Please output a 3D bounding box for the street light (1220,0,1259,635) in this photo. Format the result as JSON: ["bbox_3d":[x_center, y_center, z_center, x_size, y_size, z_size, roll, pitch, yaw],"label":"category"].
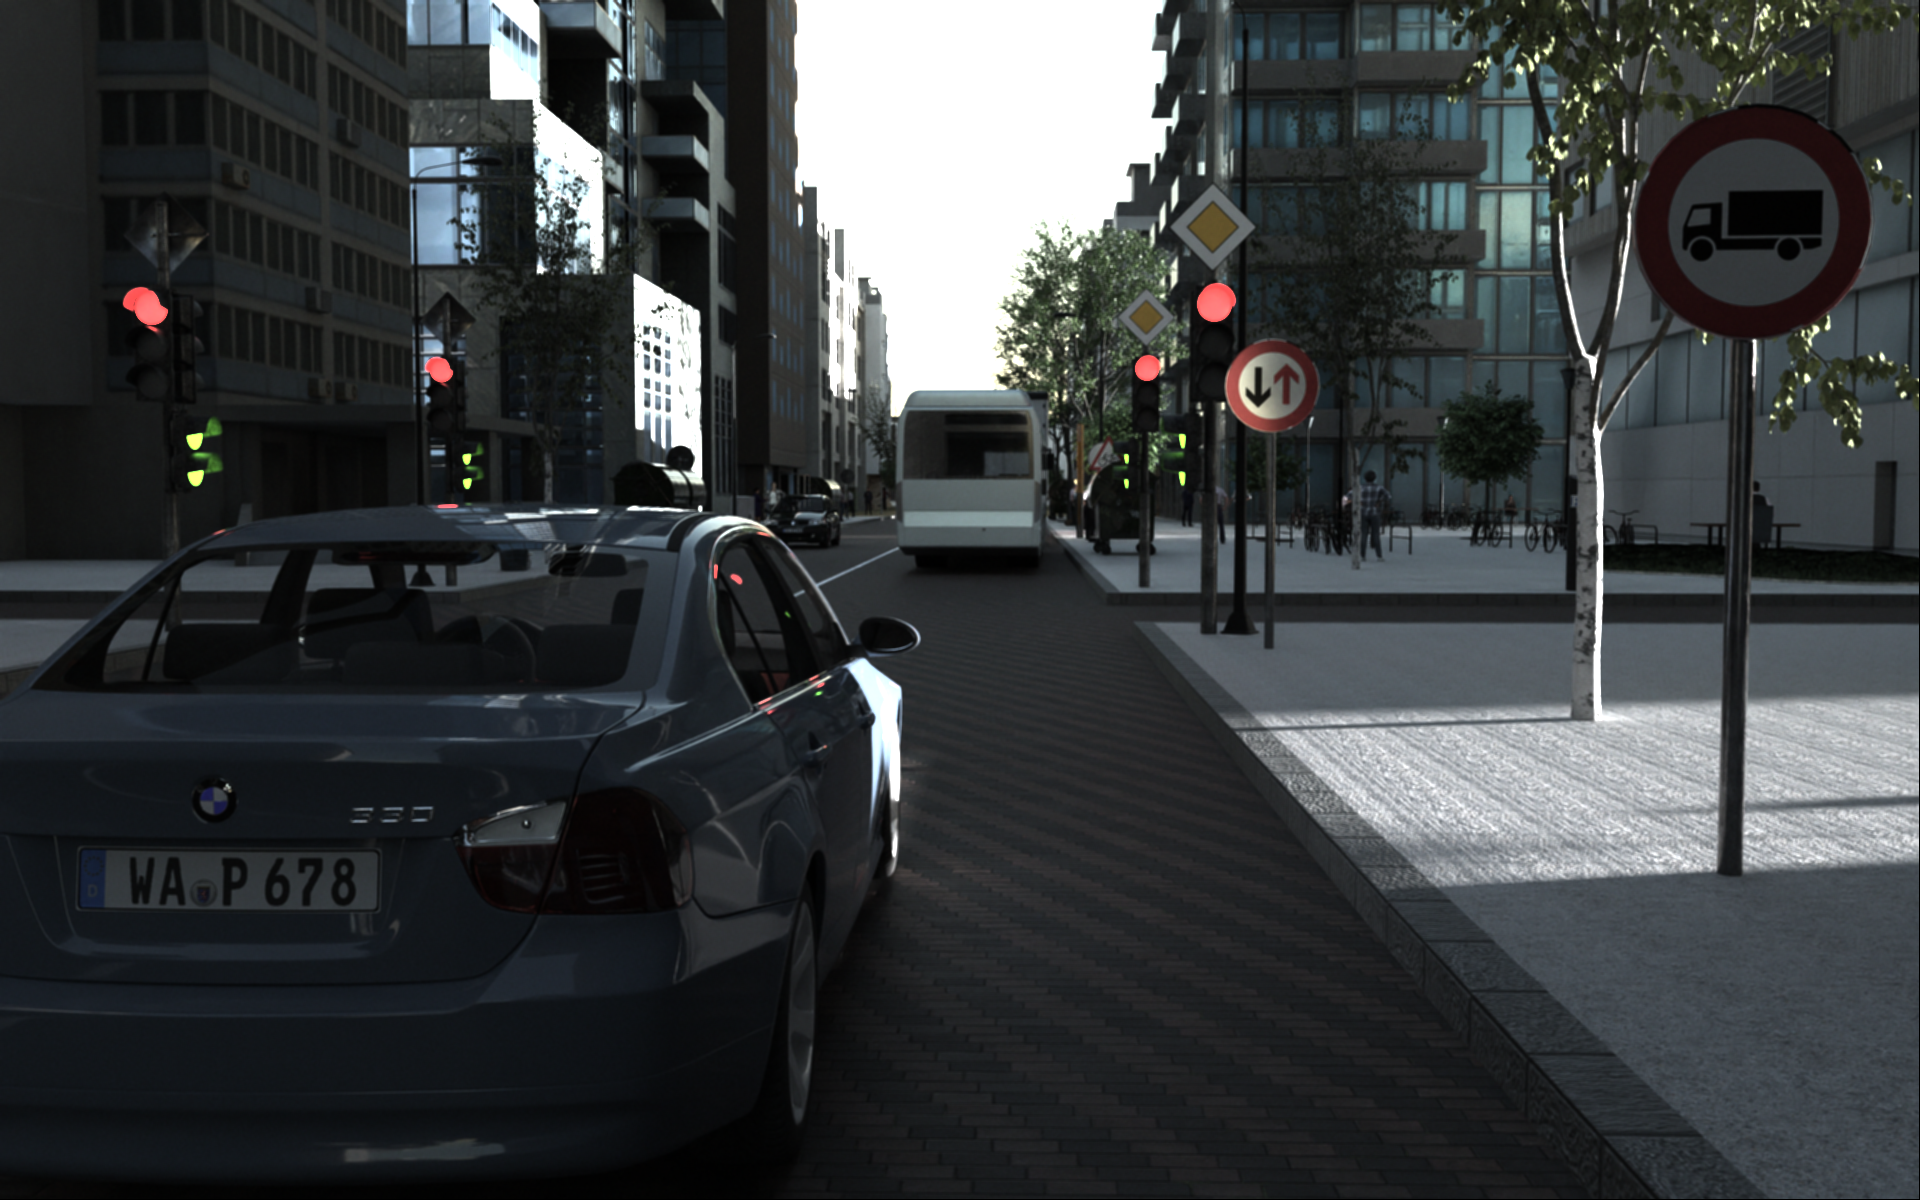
[{"bbox_3d":[2.037,-2.646,15.804,1.470,5.913,1.316,0,4,2],"label":"street light"}]

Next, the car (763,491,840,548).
[{"bbox_3d":[-4.283,-2.288,47.203,2.009,1.686,4.222,0,4,2],"label":"car"}]

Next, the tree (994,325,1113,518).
[{"bbox_3d":[5.073,-9.677,92.630,7.601,10.594,8.767,1,4,8],"label":"tree"}]

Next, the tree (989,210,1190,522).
[{"bbox_3d":[5.072,-8.427,63.539,9.928,11.665,9.643,0,3,0],"label":"tree"}]

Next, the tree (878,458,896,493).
[{"bbox_3d":[-4.997,-9.513,139.257,4.285,4.588,4.351,0,3,0],"label":"tree"}]

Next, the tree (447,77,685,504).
[{"bbox_3d":[-7.389,-4.981,31.796,4.360,8.622,3.978,0,3,0],"label":"tree"}]

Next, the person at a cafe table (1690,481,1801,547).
[{"bbox_3d":[14.753,-1.459,32.378,1.698,1.524,1.622,1,4,9],"label":"person at a cafe table"}]

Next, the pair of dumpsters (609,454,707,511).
[{"bbox_3d":[-7.084,-2.340,40.750,1.574,2.255,4.437,0,4,2],"label":"pair of dumpsters"}]

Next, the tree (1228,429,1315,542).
[{"bbox_3d":[8.496,-3.190,46.754,1.663,3.219,1.824,0,3,0],"label":"tree"}]

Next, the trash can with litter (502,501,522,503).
[{"bbox_3d":[-7.537,-1.087,29.165,0.624,1.170,1.055,0,4,-7],"label":"trash can with litter"}]

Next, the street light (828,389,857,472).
[{"bbox_3d":[-5.261,-6.383,76.908,1.470,5.913,1.316,0,4,2],"label":"street light"}]

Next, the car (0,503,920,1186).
[{"bbox_3d":[-1.151,0.427,5.026,2.014,1.417,4.499,0,4,2],"label":"car"}]

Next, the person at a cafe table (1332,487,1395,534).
[{"bbox_3d":[12.722,-2.874,55.500,1.698,1.524,1.622,-2,4,-25],"label":"person at a cafe table"}]

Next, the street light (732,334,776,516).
[{"bbox_3d":[-6.046,-4.764,50.438,1.470,5.913,1.316,0,4,2],"label":"street light"}]

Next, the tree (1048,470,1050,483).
[{"bbox_3d":[7.247,-10.043,147.920,4.285,4.588,4.351,0,3,0],"label":"tree"}]

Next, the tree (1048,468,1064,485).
[{"bbox_3d":[7.256,-8.047,126.174,1.663,3.219,1.824,0,3,0],"label":"tree"}]

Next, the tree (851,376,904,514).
[{"bbox_3d":[-4.706,-9.696,108.889,4.360,8.622,3.978,0,3,0],"label":"tree"}]

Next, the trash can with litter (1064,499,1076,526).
[{"bbox_3d":[4.568,-3.575,69.830,0.624,1.170,1.055,-2,4,-32],"label":"trash can with litter"}]

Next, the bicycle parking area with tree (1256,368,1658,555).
[{"bbox_3d":[11.280,-3.212,39.514,8.231,4.147,9.016,1,4,14],"label":"bicycle parking area with tree"}]

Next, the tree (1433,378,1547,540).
[{"bbox_3d":[14.999,-4.014,49.336,4.285,4.588,4.351,0,3,0],"label":"tree"}]

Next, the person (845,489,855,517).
[{"bbox_3d":[-6.235,-5.448,97.324,0.590,1.554,0.614,2,4,23],"label":"person"}]

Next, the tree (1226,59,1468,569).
[{"bbox_3d":[6.585,-4.816,29.104,4.360,8.622,3.978,0,3,0],"label":"tree"}]

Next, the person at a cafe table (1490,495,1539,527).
[{"bbox_3d":[21.645,-3.484,67.822,1.698,1.238,1.726,1,4,10],"label":"person at a cafe table"}]

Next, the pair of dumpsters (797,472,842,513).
[{"bbox_3d":[-6.002,-4.357,73.738,1.574,2.255,4.437,0,4,2],"label":"pair of dumpsters"}]

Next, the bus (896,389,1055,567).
[{"bbox_3d":[0.528,-2.582,37.070,2.948,3.499,13.247,0,4,3],"label":"bus"}]

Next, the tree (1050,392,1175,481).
[{"bbox_3d":[5.203,-4.414,55.875,4.285,4.588,4.351,0,3,0],"label":"tree"}]

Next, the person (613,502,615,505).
[{"bbox_3d":[-8.731,-2.235,45.285,0.600,1.496,0.574,-1,4,-19],"label":"person"}]

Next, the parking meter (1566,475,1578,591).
[{"bbox_3d":[8.251,-0.891,22.985,0.372,1.533,0.369,0,3,0],"label":"parking meter"}]

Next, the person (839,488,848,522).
[{"bbox_3d":[-5.451,-4.434,80.494,0.435,1.587,0.963,0,4,3],"label":"person"}]

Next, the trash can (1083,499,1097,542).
[{"bbox_3d":[3.652,-2.116,46.257,0.748,1.137,0.748,0,3,0],"label":"trash can"}]

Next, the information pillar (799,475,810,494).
[{"bbox_3d":[-5.979,-3.794,66.522,0.304,2.012,0.304,2,4,35],"label":"information pillar"}]

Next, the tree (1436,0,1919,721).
[{"bbox_3d":[3.548,-3.610,9.380,4.737,8.622,4.395,0,3,0],"label":"tree"}]

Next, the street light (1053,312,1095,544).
[{"bbox_3d":[3.078,-4.396,44.415,1.470,5.913,1.316,0,4,2],"label":"street light"}]

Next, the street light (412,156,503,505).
[{"bbox_3d":[-6.972,-3.146,23.972,1.470,5.913,1.316,0,4,2],"label":"street light"}]

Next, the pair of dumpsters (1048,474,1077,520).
[{"bbox_3d":[5.072,-5.131,86.380,1.574,2.255,4.437,0,4,2],"label":"pair of dumpsters"}]

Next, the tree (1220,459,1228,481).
[{"bbox_3d":[8.537,-3.367,49.648,1.663,3.219,1.824,0,3,0],"label":"tree"}]
